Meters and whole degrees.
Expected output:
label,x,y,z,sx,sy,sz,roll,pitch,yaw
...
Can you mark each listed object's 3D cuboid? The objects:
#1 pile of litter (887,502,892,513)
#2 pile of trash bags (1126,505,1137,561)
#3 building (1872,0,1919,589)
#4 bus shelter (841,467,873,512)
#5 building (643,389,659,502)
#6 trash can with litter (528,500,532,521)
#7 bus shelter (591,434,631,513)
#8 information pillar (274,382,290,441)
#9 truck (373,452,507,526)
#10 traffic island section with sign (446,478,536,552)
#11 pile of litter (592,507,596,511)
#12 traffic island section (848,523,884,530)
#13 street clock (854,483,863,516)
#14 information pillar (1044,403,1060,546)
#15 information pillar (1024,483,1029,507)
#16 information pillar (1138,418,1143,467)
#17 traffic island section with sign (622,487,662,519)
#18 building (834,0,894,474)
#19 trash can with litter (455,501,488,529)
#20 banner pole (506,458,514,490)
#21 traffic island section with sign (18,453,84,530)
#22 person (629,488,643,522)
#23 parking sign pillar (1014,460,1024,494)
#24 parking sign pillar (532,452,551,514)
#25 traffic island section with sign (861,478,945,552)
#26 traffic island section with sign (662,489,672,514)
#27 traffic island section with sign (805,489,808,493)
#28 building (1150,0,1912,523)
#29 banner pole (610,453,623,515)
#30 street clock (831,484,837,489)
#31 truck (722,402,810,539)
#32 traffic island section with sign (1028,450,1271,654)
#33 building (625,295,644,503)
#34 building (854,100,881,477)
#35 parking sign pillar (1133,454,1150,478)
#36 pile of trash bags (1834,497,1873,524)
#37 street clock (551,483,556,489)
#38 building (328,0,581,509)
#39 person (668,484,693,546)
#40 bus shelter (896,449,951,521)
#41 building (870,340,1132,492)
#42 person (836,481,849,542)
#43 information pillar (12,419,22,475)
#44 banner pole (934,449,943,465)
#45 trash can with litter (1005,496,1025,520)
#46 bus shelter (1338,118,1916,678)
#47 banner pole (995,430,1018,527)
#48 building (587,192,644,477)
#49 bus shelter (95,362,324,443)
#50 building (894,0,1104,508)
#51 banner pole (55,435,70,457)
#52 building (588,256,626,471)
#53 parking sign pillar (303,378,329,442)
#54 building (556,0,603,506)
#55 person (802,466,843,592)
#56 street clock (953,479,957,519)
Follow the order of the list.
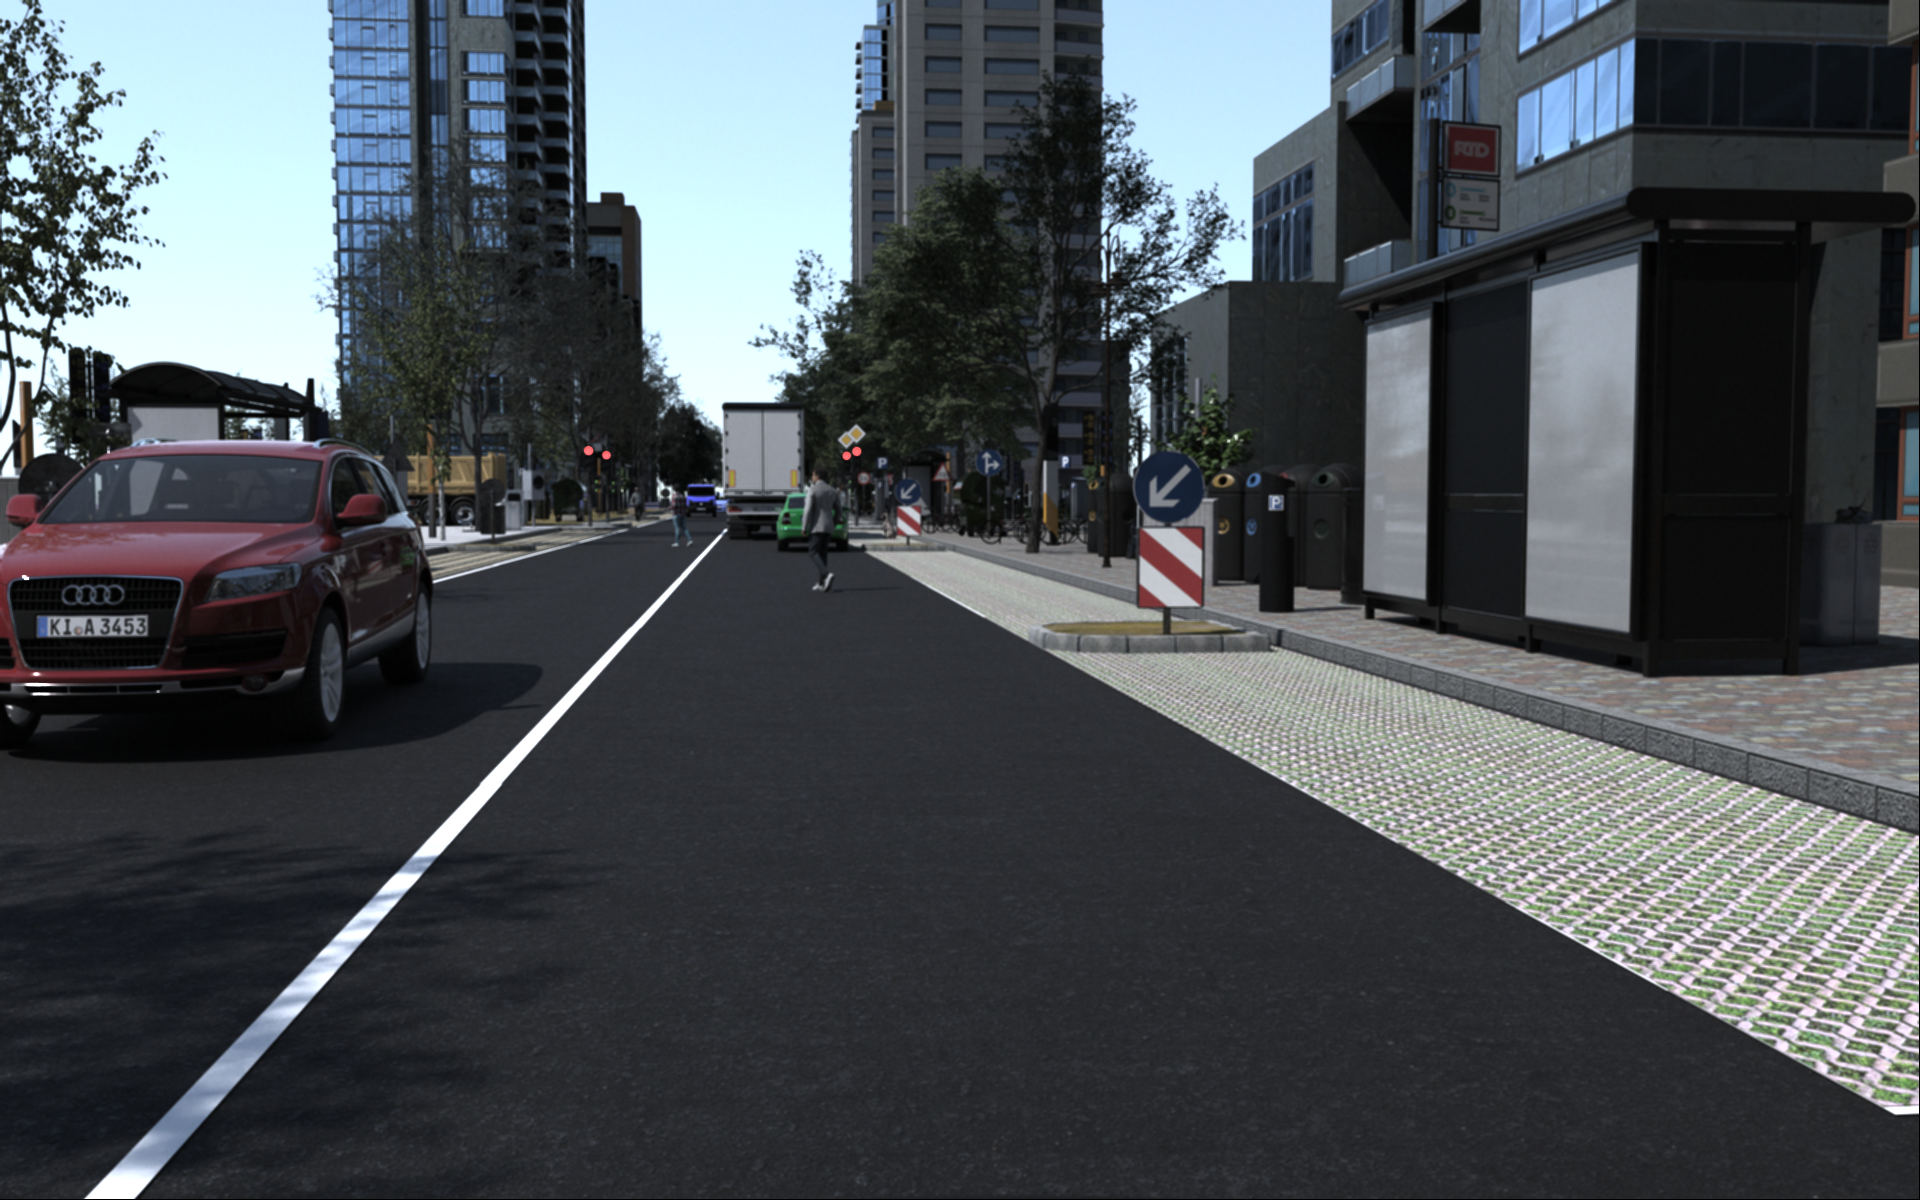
label,x,y,z,sx,sy,sz,roll,pitch,yaw
pile of litter,-4.495,-6.234,115.891,1.176,0.858,1.719,0,4,1
pile of trash bags,4.945,-1.470,33.784,3.447,1.369,1.912,1,4,8
building,28.284,-10.158,11.124,27.650,21.520,28.899,0,4,-7
bus shelter,-7.384,-7.955,123.994,2.014,3.302,5.546,0,4,-7
building,-63.977,-26.717,281.860,27.650,21.520,28.899,0,4,-7
trash can with litter,-20.436,-4.262,81.074,0.624,1.170,1.055,-3,4,-37
bus shelter,-23.930,-8.624,118.632,2.179,5.291,8.768,0,4,-7
information pillar,-14.272,-2.762,36.521,0.504,3.616,0.183,3,5,39
truck,-23.906,-4.626,71.562,9.791,3.379,3.469,0,4,-5
traffic island section with sign,-11.719,-2.129,43.431,1.989,1.847,2.006,0,4,-7
pile of litter,-28.021,-7.405,135.042,1.719,0.858,1.176,0,4,-7
traffic island section,-4.123,-2.887,69.479,2.009,0.180,2.903,0,4,-7
street clock,-5.845,-5.815,99.647,0.471,2.002,0.358,0,4,-2
information pillar,2.271,-3.162,43.052,0.183,3.616,0.504,3,5,42
information pillar,4.507,-6.866,116.758,0.304,2.012,0.304,1,4,8
information pillar,5.578,-3.811,53.661,0.183,3.616,0.504,1,4,14
traffic island section with sign,-18.084,-5.477,98.183,1.989,1.847,2.006,0,4,-7
building,-9.883,-60.128,295.769,22.319,86.520,31.000,0,4,-7
trash can with litter,-17.378,-3.214,63.600,1.678,1.210,2.233,-3,5,-43
banner pole,-31.408,-7.993,120.703,0.401,3.779,0.863,3,4,36
traffic island section with sign,-8.541,-0.451,16.000,1.989,1.847,2.006,0,4,-7
person,-16.815,-4.941,89.771,0.515,1.767,0.782,3,5,42
parking sign pillar,4.557,-8.928,134.450,1.447,3.967,1.447,-1,4,-19
parking sign pillar,-26.761,-7.441,110.140,1.447,3.967,1.447,0,4,8
traffic island section with sign,-1.474,-2.147,43.735,1.989,1.847,2.006,0,4,-7
traffic island section with sign,-21.212,-7.131,125.216,1.989,1.847,2.006,0,4,-7
traffic island section with sign,-11.105,-7.220,126.668,1.989,1.847,2.006,0,4,-7
building,19.756,-44.869,46.286,22.319,86.520,31.000,0,4,-7
banner pole,-22.610,-7.575,113.862,0.863,3.779,0.401,-2,4,-26
street clock,-9.346,-7.577,128.458,0.471,2.002,0.358,3,5,44
truck,-6.499,-4.257,58.520,2.839,4.237,11.283,0,4,-5
traffic island section with sign,1.699,-0.476,16.417,1.989,1.847,2.006,0,4,-7
building,-52.767,-29.043,246.556,14.160,30.474,14.107,0,4,-7
building,-5.591,-44.325,266.713,21.231,58.520,28.212,0,4,-7
parking sign pillar,13.167,-8.359,125.134,1.447,3.967,1.447,1,4,19
pile of trash bags,16.093,-1.225,29.776,1.912,1.369,3.447,3,5,41
street clock,-26.115,-6.557,111.784,0.358,2.002,0.471,3,5,42
building,-46.981,-51.966,162.314,22.319,86.520,31.000,0,4,-7
person,-7.679,-2.333,47.484,0.643,1.720,0.563,3,4,37
bus shelter,-1.728,-5.269,80.079,2.014,3.302,5.546,0,4,-7
building,3.953,-22.185,207.757,27.650,21.520,28.899,0,4,-7
person,-3.659,-2.635,51.691,0.679,1.850,0.850,-3,5,-44
information pillar,-29.501,-3.857,54.409,0.183,3.616,0.504,1,4,22
banner pole,-1.043,-6.576,97.527,0.401,3.779,0.863,-1,4,-13
trash can with litter,2.502,-4.237,80.667,0.624,1.170,1.055,3,5,43
bus shelter,5.107,-2.362,16.254,2.179,5.291,8.768,0,4,-6
banner pole,1.865,-4.728,67.316,0.863,3.779,0.401,-2,4,-27
building,-55.100,-37.306,260.055,14.600,45.320,14.200,0,4,-7
bus shelter,-12.459,-2.161,29.250,2.014,3.302,5.546,0,4,-6
building,3.794,-38.894,177.917,21.231,58.520,28.212,0,4,-7
banner pole,-33.534,-4.577,64.859,0.401,3.779,0.863,1,4,15
building,-48.260,-26.667,207.711,14.160,30.474,14.107,0,4,-7
parking sign pillar,-15.226,-3.209,40.938,1.447,3.967,1.447,-2,4,-26
building,-49.290,-45.912,188.906,20.563,71.187,20.611,0,4,-7
person,-1.999,-1.052,25.539,0.661,1.843,0.795,-3,4,-39
street clock,-0.142,-4.958,85.636,0.358,2.002,0.471,-3,4,-36
